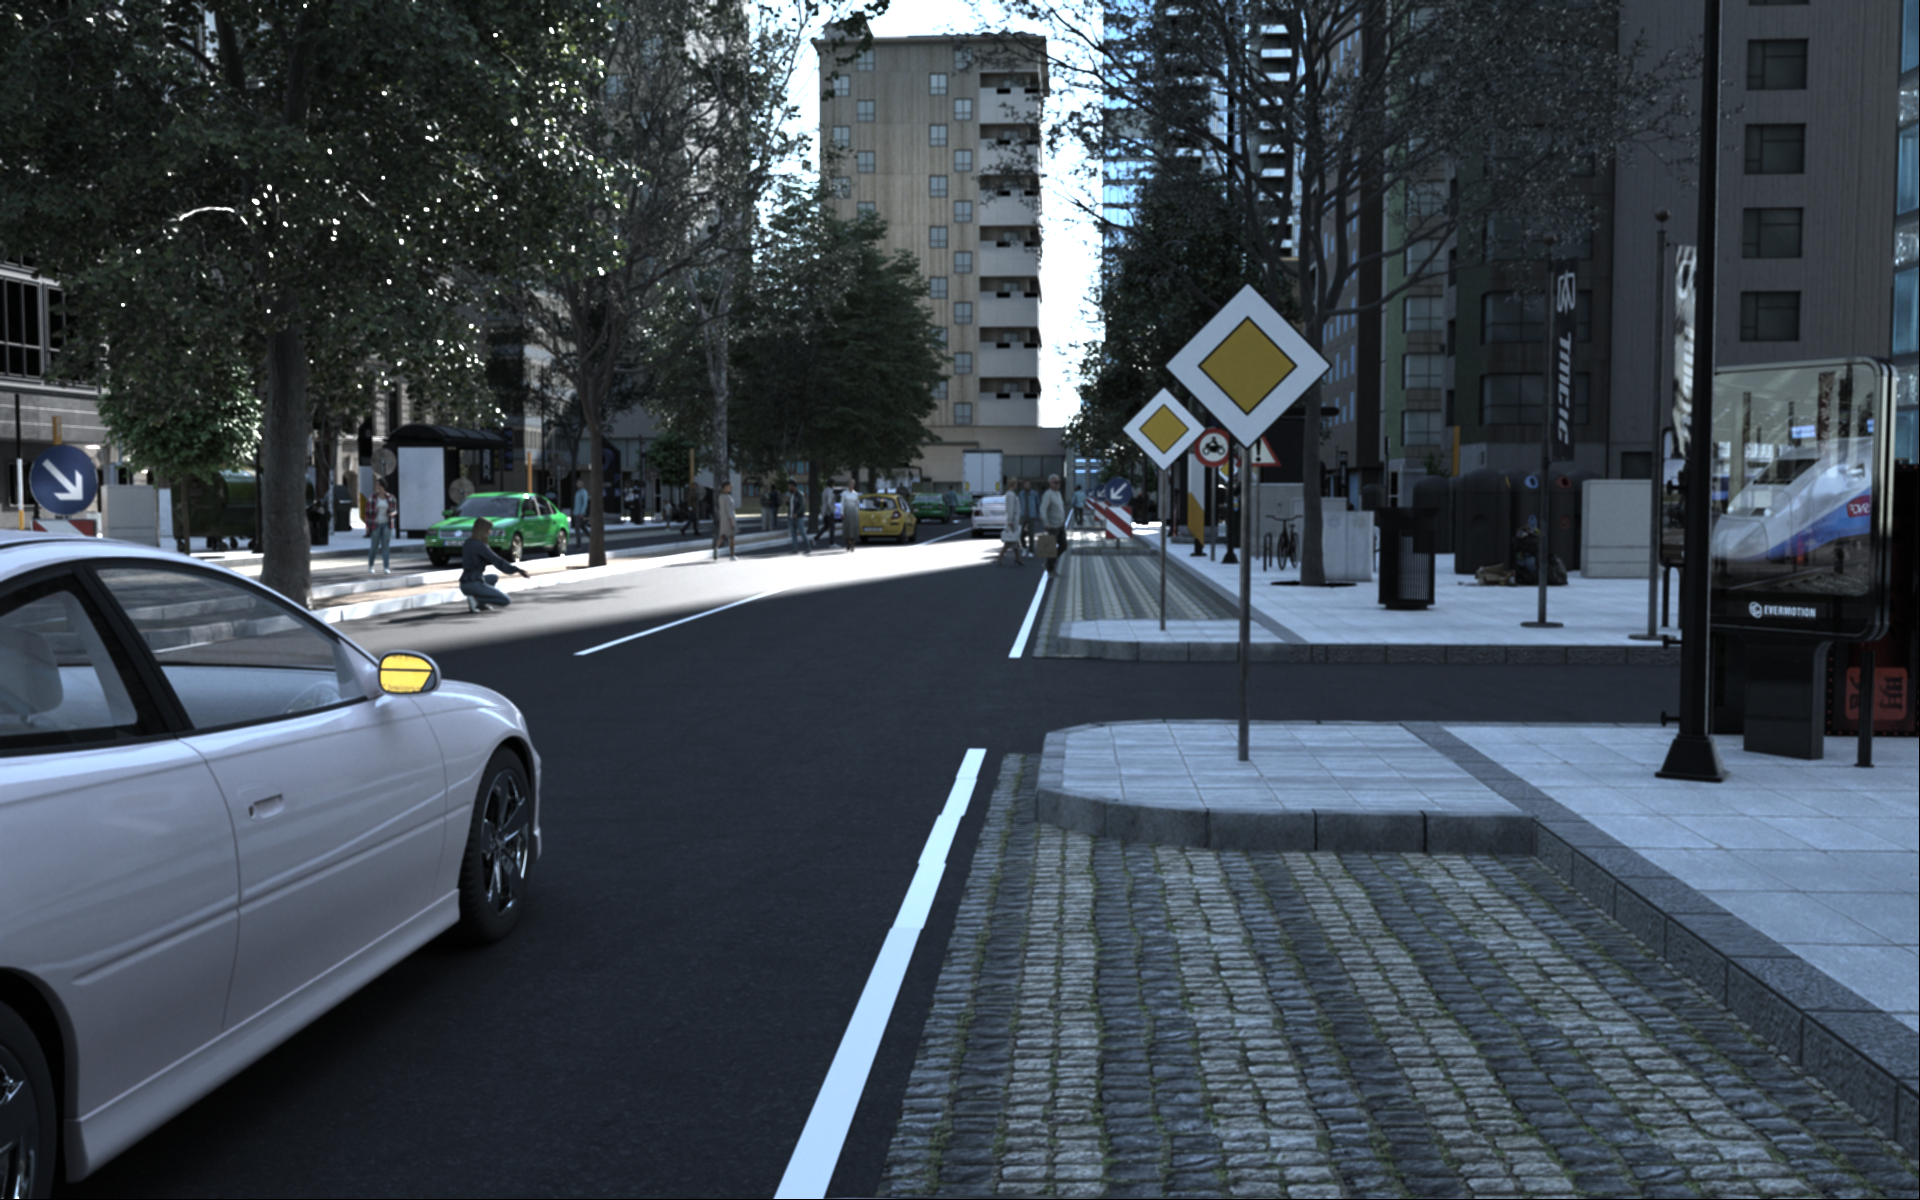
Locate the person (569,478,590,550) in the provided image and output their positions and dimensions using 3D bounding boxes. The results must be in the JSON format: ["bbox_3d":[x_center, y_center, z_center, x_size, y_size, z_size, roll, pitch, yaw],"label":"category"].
[{"bbox_3d":[-9.660,-2.207,44.440,0.748,1.841,0.638,-1,4,-18],"label":"person"}]

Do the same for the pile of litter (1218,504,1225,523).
[{"bbox_3d":[11.538,-3.819,76.404,1.719,0.858,1.176,1,4,16],"label":"pile of litter"}]

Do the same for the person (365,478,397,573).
[{"bbox_3d":[-10.498,-1.350,31.407,0.563,1.720,0.643,-2,4,-25],"label":"person"}]

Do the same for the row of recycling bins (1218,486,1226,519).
[{"bbox_3d":[12.882,-4.712,84.151,1.069,1.692,3.534,-3,5,-42],"label":"row of recycling bins"}]

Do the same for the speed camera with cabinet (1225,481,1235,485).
[{"bbox_3d":[14.882,-5.876,90.408,2.038,3.252,0.660,1,4,17],"label":"speed camera with cabinet"}]

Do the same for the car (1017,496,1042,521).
[{"bbox_3d":[3.696,-5.056,95.251,1.945,1.354,3.894,0,4,4],"label":"car"}]

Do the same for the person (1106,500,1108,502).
[{"bbox_3d":[14.482,-9.679,170.009,1.065,1.426,0.557,-3,5,-41],"label":"person"}]

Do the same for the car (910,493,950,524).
[{"bbox_3d":[-1.444,-4.648,84.798,1.959,1.807,4.718,0,4,4],"label":"car"}]

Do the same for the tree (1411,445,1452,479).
[{"bbox_3d":[18.590,-4.533,68.718,1.663,3.219,1.824,0,3,0],"label":"tree"}]

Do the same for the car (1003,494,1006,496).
[{"bbox_3d":[3.502,-8.647,153.169,2.131,1.459,4.920,0,4,3],"label":"car"}]

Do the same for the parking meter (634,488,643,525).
[{"bbox_3d":[-13.568,-3.955,73.075,0.372,1.533,0.369,0,3,0],"label":"parking meter"}]

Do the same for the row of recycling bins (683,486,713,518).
[{"bbox_3d":[-13.711,-5.159,91.470,1.069,1.692,3.534,1,4,11],"label":"row of recycling bins"}]

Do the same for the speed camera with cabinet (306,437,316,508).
[{"bbox_3d":[-22.856,-4.028,60.198,0.660,3.252,2.038,-2,4,-29],"label":"speed camera with cabinet"}]

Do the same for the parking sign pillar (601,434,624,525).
[{"bbox_3d":[-14.971,-5.191,73.348,1.447,3.967,1.447,2,4,35],"label":"parking sign pillar"}]

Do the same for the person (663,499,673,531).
[{"bbox_3d":[-11.286,-3.289,66.956,0.352,1.250,0.332,-1,4,-9],"label":"person"}]

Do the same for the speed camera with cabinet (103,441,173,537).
[{"bbox_3d":[-24.148,-3.476,51.168,0.660,3.252,2.038,3,5,43],"label":"speed camera with cabinet"}]

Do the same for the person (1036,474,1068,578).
[{"bbox_3d":[1.538,-1.264,29.646,0.515,1.767,0.782,2,4,29],"label":"person"}]

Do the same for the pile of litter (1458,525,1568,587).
[{"bbox_3d":[7.835,-0.644,24.487,1.719,0.858,1.176,0,4,-3],"label":"pile of litter"}]

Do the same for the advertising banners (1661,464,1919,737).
[{"bbox_3d":[4.798,-0.789,9.085,2.074,3.025,0.090,0,4,6],"label":"advertising banners"}]

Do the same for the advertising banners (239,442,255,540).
[{"bbox_3d":[-20.282,-3.253,49.381,0.090,3.025,2.074,-1,4,-8],"label":"advertising banners"}]

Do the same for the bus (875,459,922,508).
[{"bbox_3d":[-4.288,-7.876,120.318,2.896,3.916,12.252,0,4,3],"label":"bus"}]

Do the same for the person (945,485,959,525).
[{"bbox_3d":[-0.440,-4.478,81.581,0.638,1.841,0.748,2,4,33],"label":"person"}]

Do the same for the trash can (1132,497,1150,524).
[{"bbox_3d":[7.637,-3.764,73.202,0.748,1.137,0.748,0,3,0],"label":"trash can"}]

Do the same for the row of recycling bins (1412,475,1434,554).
[{"bbox_3d":[11.350,-1.912,38.367,3.534,1.692,1.069,-3,4,-38],"label":"row of recycling bins"}]

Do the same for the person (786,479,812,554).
[{"bbox_3d":[-3.904,-1.986,41.318,0.623,1.781,0.721,3,4,38],"label":"person"}]

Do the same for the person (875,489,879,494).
[{"bbox_3d":[-4.669,-5.330,96.582,0.436,1.711,0.756,1,4,22],"label":"person"}]

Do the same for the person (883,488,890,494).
[{"bbox_3d":[-4.639,-6.124,108.612,1.348,1.826,0.705,0,4,2],"label":"person"}]

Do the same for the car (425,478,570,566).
[{"bbox_3d":[-9.578,-1.668,36.062,1.959,1.807,4.718,0,4,6],"label":"car"}]

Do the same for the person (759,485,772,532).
[{"bbox_3d":[-6.812,-3.179,61.034,0.362,1.759,0.519,2,4,35],"label":"person"}]

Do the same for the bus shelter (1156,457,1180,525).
[{"bbox_3d":[8.656,-4.547,68.263,2.014,3.302,5.546,0,4,4],"label":"bus shelter"}]

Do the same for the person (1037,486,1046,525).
[{"bbox_3d":[3.802,-4.356,79.708,0.713,1.824,0.794,-2,4,-35],"label":"person"}]

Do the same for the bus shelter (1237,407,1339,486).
[{"bbox_3d":[8.382,-4.181,45.991,2.179,5.291,8.768,0,4,4],"label":"bus shelter"}]

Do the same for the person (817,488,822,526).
[{"bbox_3d":[-6.381,-4.139,76.420,0.600,1.795,0.529,3,5,43],"label":"person"}]

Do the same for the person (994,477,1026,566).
[{"bbox_3d":[1.008,-1.584,34.746,0.624,1.780,0.694,0,4,6],"label":"person"}]

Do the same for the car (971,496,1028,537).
[{"bbox_3d":[1.381,-2.840,58.799,2.083,1.381,4.827,0,4,3],"label":"car"}]

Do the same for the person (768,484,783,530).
[{"bbox_3d":[-7.486,-3.707,69.101,0.794,1.824,0.713,-1,4,-16],"label":"person"}]

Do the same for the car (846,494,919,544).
[{"bbox_3d":[-2.283,-2.497,51.049,2.015,1.641,3.980,0,4,6],"label":"car"}]

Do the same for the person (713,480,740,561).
[{"bbox_3d":[-5.011,-1.706,37.145,0.466,1.731,0.760,1,4,22],"label":"person"}]

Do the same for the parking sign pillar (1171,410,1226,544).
[{"bbox_3d":[6.210,-3.457,44.988,1.447,3.967,1.447,-1,4,-23],"label":"parking sign pillar"}]

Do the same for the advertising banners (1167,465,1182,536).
[{"bbox_3d":[6.110,-3.233,49.046,0.090,3.025,2.074,0,4,-6],"label":"advertising banners"}]

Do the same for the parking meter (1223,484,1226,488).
[{"bbox_3d":[13.450,-4.983,87.181,0.399,1.863,0.255,2,4,35],"label":"parking meter"}]

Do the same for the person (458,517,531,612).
[{"bbox_3d":[-5.835,-0.445,21.282,0.738,1.151,1.012,-3,5,-40],"label":"person"}]

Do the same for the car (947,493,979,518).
[{"bbox_3d":[0.108,-5.798,103.597,1.959,1.807,4.718,0,4,3],"label":"car"}]

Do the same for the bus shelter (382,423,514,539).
[{"bbox_3d":[-15.254,-3.553,52.021,2.014,3.302,5.546,0,4,4],"label":"bus shelter"}]

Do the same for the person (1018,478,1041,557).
[{"bbox_3d":[1.542,-1.863,39.305,0.601,1.785,0.444,1,4,14],"label":"person"}]

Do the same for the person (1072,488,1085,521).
[{"bbox_3d":[6.402,-5.144,93.054,0.683,1.767,0.568,-2,4,-32],"label":"person"}]

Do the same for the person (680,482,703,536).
[{"bbox_3d":[-9.236,-3.132,59.624,0.836,1.842,0.656,-2,4,-25],"label":"person"}]

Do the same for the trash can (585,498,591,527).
[{"bbox_3d":[-14.239,-3.395,67.167,0.748,1.137,0.748,0,3,0],"label":"trash can"}]

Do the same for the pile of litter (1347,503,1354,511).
[{"bbox_3d":[18.986,-4.376,85.512,1.719,0.858,1.176,-3,5,-42],"label":"pile of litter"}]

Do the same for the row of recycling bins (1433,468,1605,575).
[{"bbox_3d":[9.419,-1.315,28.621,3.534,1.692,1.069,-3,4,-37],"label":"row of recycling bins"}]

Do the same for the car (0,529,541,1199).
[{"bbox_3d":[-2.459,0.502,4.158,2.083,1.381,4.827,0,4,3],"label":"car"}]

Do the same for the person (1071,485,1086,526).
[{"bbox_3d":[4.987,-3.914,72.520,0.660,1.820,0.620,-2,4,-25],"label":"person"}]

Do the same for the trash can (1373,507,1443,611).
[{"bbox_3d":[4.974,-0.466,19.265,0.748,1.137,0.748,0,3,0],"label":"trash can"}]

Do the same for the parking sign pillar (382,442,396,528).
[{"bbox_3d":[-21.192,-4.720,65.640,1.447,3.967,1.447,-1,4,-17],"label":"parking sign pillar"}]

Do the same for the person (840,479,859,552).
[{"bbox_3d":[-2.729,-2.096,42.991,0.478,1.798,0.641,0,4,-1],"label":"person"}]

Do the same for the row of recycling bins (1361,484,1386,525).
[{"bbox_3d":[17.510,-4.008,72.650,1.069,1.692,3.534,1,4,21],"label":"row of recycling bins"}]

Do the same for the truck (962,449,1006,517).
[{"bbox_3d":[1.591,-7.631,113.686,2.839,4.237,11.283,0,4,2],"label":"truck"}]

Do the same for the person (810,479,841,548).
[{"bbox_3d":[-3.582,-2.315,46.202,0.795,1.843,0.661,-1,4,-20],"label":"person"}]

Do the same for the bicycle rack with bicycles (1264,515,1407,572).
[{"bbox_3d":[6.299,-0.991,29.584,2.852,0.926,2.925,1,4,14],"label":"bicycle rack with bicycles"}]

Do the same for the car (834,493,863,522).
[{"bbox_3d":[-5.603,-4.856,88.995,1.945,1.707,3.694,0,4,3],"label":"car"}]
